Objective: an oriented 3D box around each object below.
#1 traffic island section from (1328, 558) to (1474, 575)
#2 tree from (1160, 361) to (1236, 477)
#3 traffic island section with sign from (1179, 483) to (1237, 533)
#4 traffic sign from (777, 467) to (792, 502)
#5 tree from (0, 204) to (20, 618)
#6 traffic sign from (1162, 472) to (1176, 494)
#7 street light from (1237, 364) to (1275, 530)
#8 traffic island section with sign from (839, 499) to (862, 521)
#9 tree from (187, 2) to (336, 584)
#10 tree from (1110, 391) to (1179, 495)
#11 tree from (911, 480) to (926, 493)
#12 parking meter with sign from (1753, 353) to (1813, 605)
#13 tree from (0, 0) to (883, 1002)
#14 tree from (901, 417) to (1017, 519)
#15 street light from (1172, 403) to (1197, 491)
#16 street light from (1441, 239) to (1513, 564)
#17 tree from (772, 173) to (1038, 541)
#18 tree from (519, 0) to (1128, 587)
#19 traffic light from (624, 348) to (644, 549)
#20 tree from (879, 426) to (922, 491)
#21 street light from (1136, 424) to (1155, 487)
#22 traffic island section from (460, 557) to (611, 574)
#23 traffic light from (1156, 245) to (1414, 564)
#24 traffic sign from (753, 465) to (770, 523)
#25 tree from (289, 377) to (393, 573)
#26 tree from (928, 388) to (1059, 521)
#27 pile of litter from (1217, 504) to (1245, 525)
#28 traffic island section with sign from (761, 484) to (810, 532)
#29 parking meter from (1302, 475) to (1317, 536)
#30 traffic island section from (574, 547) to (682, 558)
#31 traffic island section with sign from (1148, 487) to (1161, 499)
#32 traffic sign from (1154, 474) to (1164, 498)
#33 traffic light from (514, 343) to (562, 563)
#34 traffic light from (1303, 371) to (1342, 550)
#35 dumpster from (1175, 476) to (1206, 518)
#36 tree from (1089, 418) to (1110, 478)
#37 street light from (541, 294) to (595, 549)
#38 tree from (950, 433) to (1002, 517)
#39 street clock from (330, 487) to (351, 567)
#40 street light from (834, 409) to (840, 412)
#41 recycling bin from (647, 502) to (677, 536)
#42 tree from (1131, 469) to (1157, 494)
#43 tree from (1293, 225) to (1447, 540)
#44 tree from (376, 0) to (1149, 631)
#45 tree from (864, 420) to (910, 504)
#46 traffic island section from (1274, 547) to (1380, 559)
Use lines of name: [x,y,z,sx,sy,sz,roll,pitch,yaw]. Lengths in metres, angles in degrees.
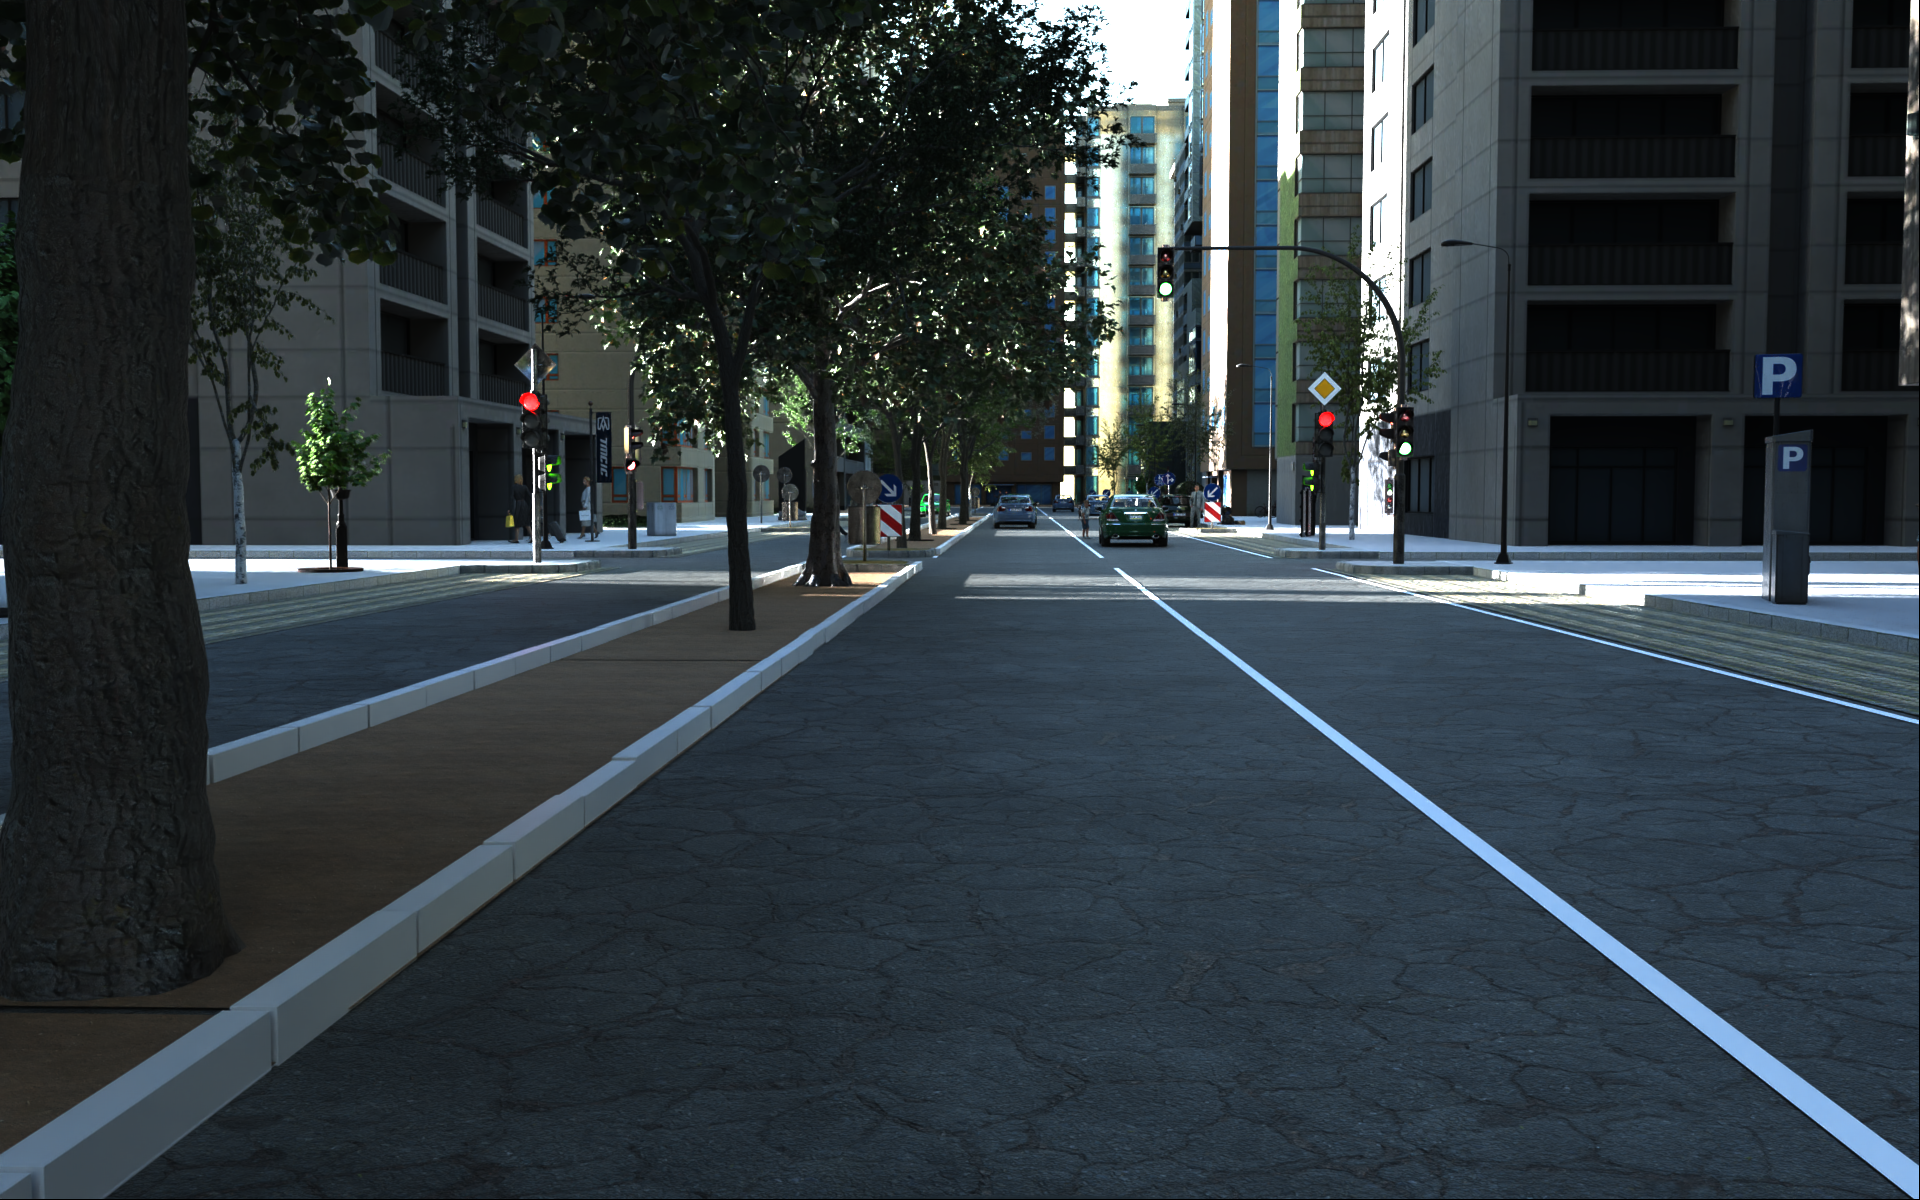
traffic island section: [8.092,-0.589,31.917,2.009,0.180,2.903,0,4,2]
tree: [13.009,-8.898,95.843,4.360,8.622,3.978,0,3,0]
traffic island section with sign: [9.207,-3.416,64.481,1.989,1.847,2.006,0,4,2]
traffic sign: [-8.261,-4.975,81.449,0.768,2.556,0.104,1,4,11]
tree: [-10.480,-2.118,18.345,4.285,4.588,4.351,0,3,0]
traffic sign: [12.222,-6.191,101.322,0.768,2.556,0.104,1,4,11]
street light: [10.566,-5.467,61.932,1.470,5.913,1.316,0,4,2]
traffic island section with sign: [-5.540,-5.153,92.885,1.989,1.847,2.006,0,4,2]
tree: [-10.380,-4.522,24.292,4.360,8.622,3.978,0,3,0]
tree: [13.260,-10.474,121.606,4.737,8.622,4.395,0,3,0]
tree: [-4.686,-11.902,189.197,1.663,3.219,1.824,0,3,0]
parking meter with sign: [9.929,-1.503,20.830,0.543,3.016,1.738,1,4,17]
tree: [-2.572,-5.857,4.874,9.857,13.997,8.962,0,3,0]
tree: [0.091,-11.034,100.997,7.486,12.596,7.792,0,3,0]
street light: [11.471,-7.080,88.295,1.470,5.913,1.316,0,4,2]
street light: [9.471,-3.621,31.742,1.470,5.913,1.316,0,4,2]
tree: [-1.266,-7.586,52.243,9.928,11.665,9.643,0,3,0]
tree: [-2.104,-6.565,26.799,9.611,12.733,9.660,0,3,0]
traffic light: [-5.533,-4.013,40.277,4.771,5.953,1.251,0,4,2]
tree: [-5.444,-12.802,159.671,4.360,8.622,3.978,0,3,0]
street light: [12.370,-8.703,114.837,1.470,5.913,1.316,0,4,2]
traffic island section: [-7.940,-0.623,32.469,2.009,0.180,2.903,0,4,2]
traffic light: [5.958,-3.490,31.734,4.771,5.953,1.251,0,4,2]
traffic sign: [-8.696,-4.627,75.765,0.768,2.556,0.104,1,4,10]
tree: [-10.421,-2.074,28.519,1.663,3.219,1.824,0,3,0]
tree: [0.350,-10.905,91.125,12.009,13.543,11.850,0,3,0]
pile of litter: [11.435,-3.606,72.924,1.176,0.858,1.719,0,4,3]
traffic island section with sign: [-6.463,-3.506,65.946,1.989,1.847,2.006,0,4,2]
parking meter: [10.790,-2.924,53.525,0.399,1.863,0.255,3,4,37]
traffic island section: [-7.667,-1.111,40.449,2.009,0.180,2.903,0,4,2]
traffic island section with sign: [10.159,-5.100,92.016,1.989,1.847,2.006,0,4,2]
traffic sign: [12.843,-6.794,111.189,0.768,2.556,0.104,0,4,3]
traffic light: [-7.901,-2.655,32.333,0.839,4.253,0.868,0,4,2]
traffic light: [8.325,-3.111,39.784,0.839,4.253,0.868,0,4,2]
dumpster: [12.238,-5.476,92.023,1.502,2.255,1.985,0,4,2]
tree: [14.425,-13.080,164.225,4.737,8.622,4.395,0,3,0]
street light: [-9.155,-4.146,40.321,1.470,5.913,1.316,0,4,2]
tree: [0.673,-9.448,107.301,4.737,8.622,4.395,0,3,0]
street clock: [-10.619,-1.538,29.709,0.358,2.002,0.471,-1,4,-22]
street light: [-7.262,-7.497,95.110,1.470,5.913,1.316,0,4,2]
recycling bin: [-9.179,-2.490,53.274,0.722,1.027,0.722,-2,4,-31]
tree: [14.422,-8.659,136.171,1.663,3.219,1.824,0,3,0]
tree: [11.230,-5.998,48.426,4.737,8.622,4.395,0,3,0]
tree: [-2.247,-4.973,18.173,8.767,10.594,7.601,0,4,2]
tree: [-6.223,-12.380,152.774,4.737,8.622,4.395,0,3,0]
traffic island section: [8.365,-1.077,39.897,2.009,0.180,2.903,0,4,2]
